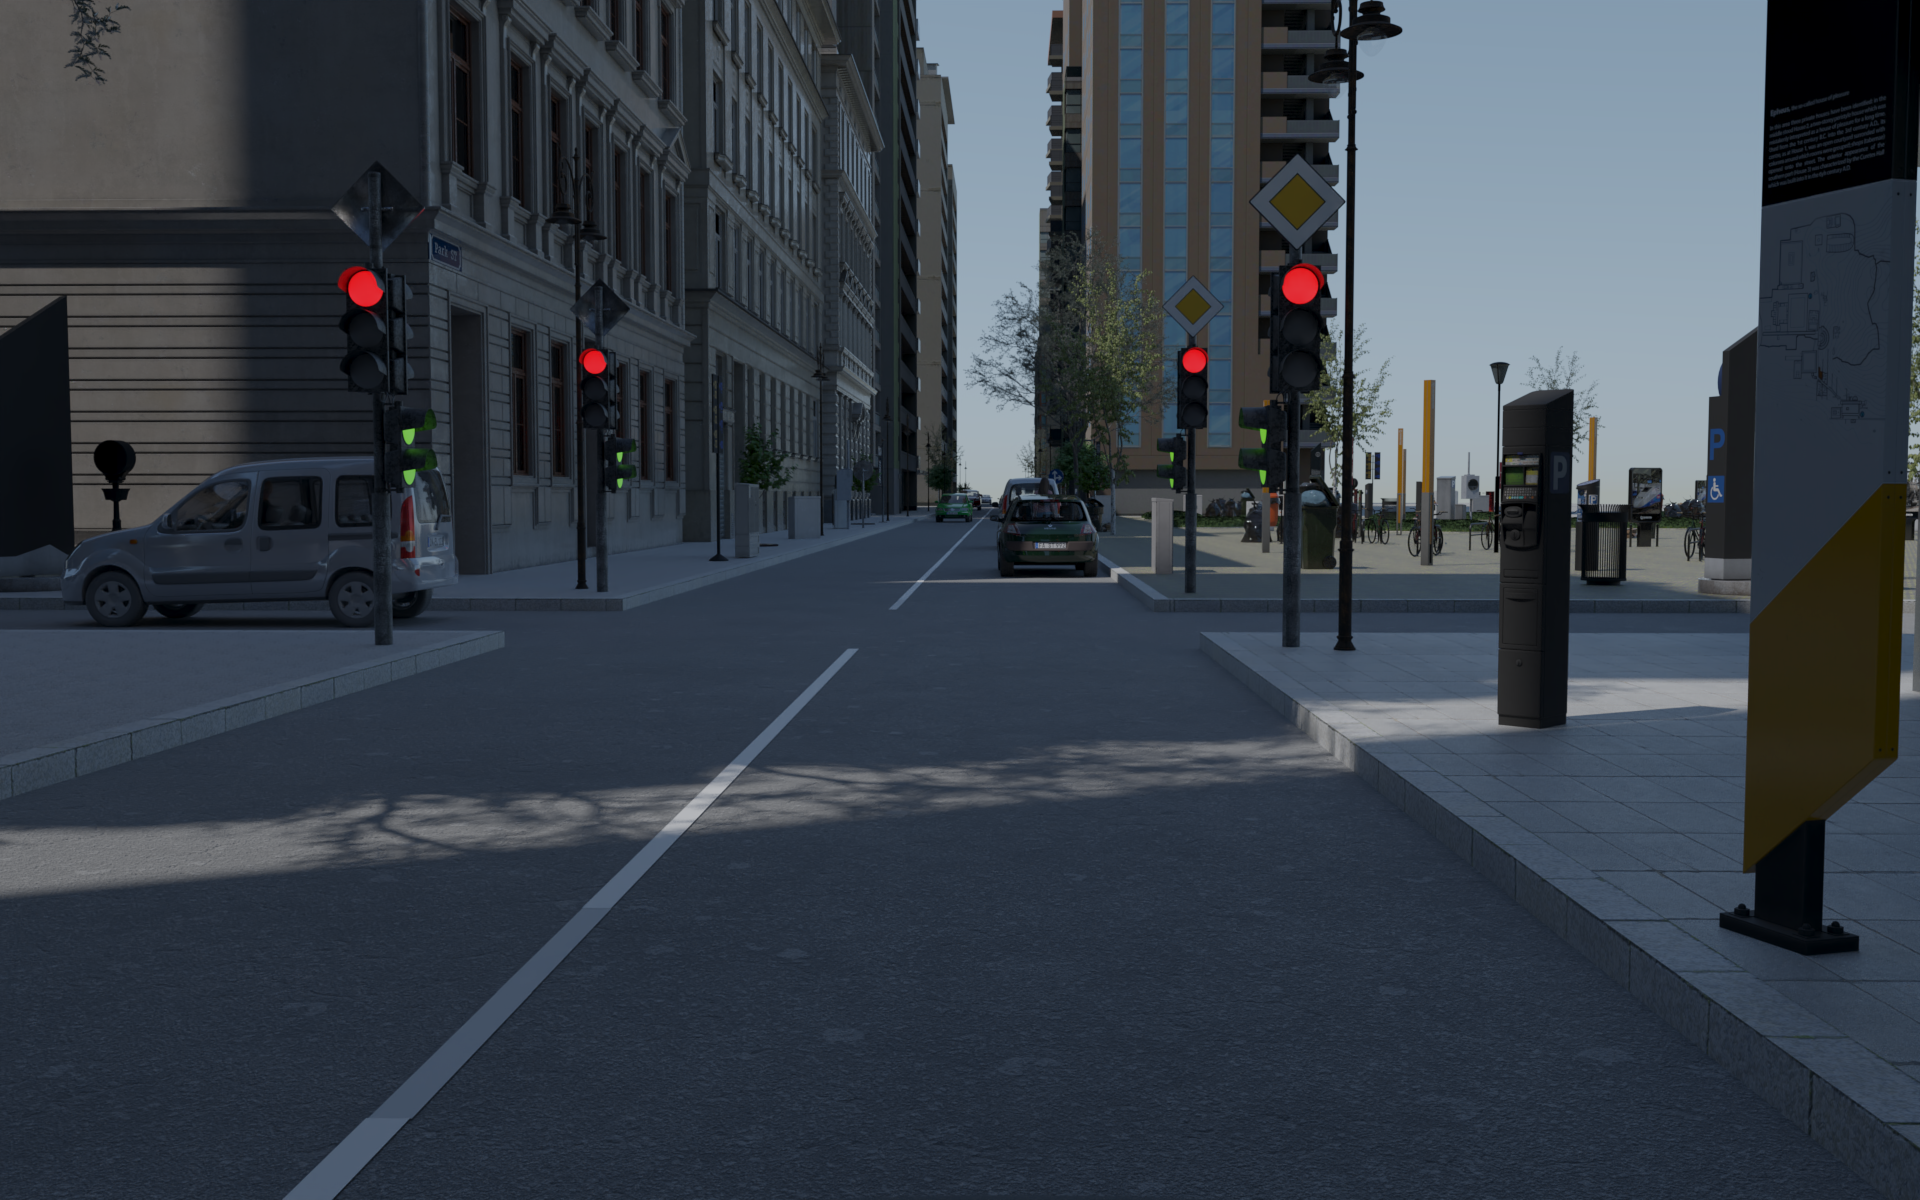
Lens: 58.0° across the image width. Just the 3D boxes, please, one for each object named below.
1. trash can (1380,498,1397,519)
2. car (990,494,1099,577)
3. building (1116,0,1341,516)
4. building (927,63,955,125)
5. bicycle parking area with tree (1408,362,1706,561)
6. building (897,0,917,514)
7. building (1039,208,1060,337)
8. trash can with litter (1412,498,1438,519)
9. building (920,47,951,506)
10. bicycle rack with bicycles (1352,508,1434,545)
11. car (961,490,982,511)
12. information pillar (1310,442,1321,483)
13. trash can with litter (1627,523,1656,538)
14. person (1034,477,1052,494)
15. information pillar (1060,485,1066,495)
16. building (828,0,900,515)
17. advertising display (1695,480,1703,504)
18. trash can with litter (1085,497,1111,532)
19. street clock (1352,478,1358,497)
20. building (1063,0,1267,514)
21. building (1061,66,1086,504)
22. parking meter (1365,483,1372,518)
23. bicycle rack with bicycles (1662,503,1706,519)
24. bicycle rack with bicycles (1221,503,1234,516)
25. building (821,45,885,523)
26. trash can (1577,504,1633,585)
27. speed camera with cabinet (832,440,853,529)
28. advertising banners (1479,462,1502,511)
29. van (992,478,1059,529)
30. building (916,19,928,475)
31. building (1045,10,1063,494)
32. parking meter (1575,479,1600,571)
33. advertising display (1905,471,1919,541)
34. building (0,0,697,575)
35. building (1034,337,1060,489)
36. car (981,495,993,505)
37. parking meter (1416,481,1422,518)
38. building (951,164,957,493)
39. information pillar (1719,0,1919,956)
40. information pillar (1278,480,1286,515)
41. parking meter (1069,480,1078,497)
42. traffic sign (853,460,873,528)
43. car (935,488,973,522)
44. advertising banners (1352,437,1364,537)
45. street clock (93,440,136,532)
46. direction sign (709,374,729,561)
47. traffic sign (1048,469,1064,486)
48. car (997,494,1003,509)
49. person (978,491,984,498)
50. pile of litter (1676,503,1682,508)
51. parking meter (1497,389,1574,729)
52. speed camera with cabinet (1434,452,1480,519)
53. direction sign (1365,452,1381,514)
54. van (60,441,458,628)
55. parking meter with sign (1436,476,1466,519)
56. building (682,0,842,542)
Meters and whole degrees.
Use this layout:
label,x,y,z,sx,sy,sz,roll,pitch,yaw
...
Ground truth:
label,x,y,z,sx,sy,sz,roll,pitch,yaw
trash can,15.640,-3.137,62.945,0.748,1.137,0.748,0,3,0
car,1.549,-1.323,31.416,2.009,1.686,4.222,0,4,0
building,14.620,-27.843,105.352,14.600,45.320,14.200,0,4,2
building,-15.325,-38.415,217.317,28.713,52.752,27.495,0,4,2
bicycle parking area with tree,14.068,-3.030,36.539,8.231,4.147,9.016,3,5,44
building,-14.246,-30.509,122.518,21.300,48.544,21.600,0,4,2
building,18.311,-34.586,249.077,14.154,41.232,14.086,0,4,2
trash can with litter,18.967,-3.638,70.872,1.055,1.170,0.624,-1,4,-17
building,-12.348,-34.811,192.855,21.300,48.544,21.600,0,4,2
bicycle rack with bicycles,11.231,-1.931,44.958,2.852,0.926,2.925,1,4,16
car,0.847,-8.801,152.563,2.281,1.827,5.304,0,4,2
information pillar,16.054,-5.309,78.159,0.504,3.616,0.183,0,4,-8
trash can with litter,19.541,-2.353,49.865,0.624,1.170,1.055,-3,4,-39
person,1.977,-1.941,40.238,0.555,1.821,0.388,0,4,-1
information pillar,5.702,-5.602,96.081,0.304,2.012,0.304,-1,4,-9
building,-11.138,-25.749,104.585,14.154,41.232,14.086,0,4,2
advertising display,34.163,-4.566,79.869,0.974,1.923,0.123,-3,5,-41
trash can with litter,4.715,-2.894,58.699,1.055,1.170,0.624,-3,4,-39
street clock,17.612,-4.477,77.774,0.358,2.002,0.471,-3,5,-41
building,15.090,-29.632,134.602,14.600,45.320,14.200,0,4,2
building,14.053,-21.333,120.502,14.160,30.474,14.107,0,4,2
parking meter,21.648,-5.267,91.823,0.255,1.863,0.399,-1,4,-15
bicycle rack with bicycles,27.903,-3.312,67.535,2.852,0.926,2.925,2,4,32
bicycle rack with bicycles,12.231,-3.708,74.014,2.852,0.926,2.925,1,4,11
building,-9.885,-15.645,84.681,11.050,23.489,19.941,0,4,2
trash can,9.107,-0.785,24.483,0.748,1.137,0.748,0,3,0
speed camera with cabinet,-4.361,-4.248,63.792,0.660,3.252,2.038,-1,4,-8
advertising banners,28.872,-6.007,94.406,2.074,3.025,0.090,3,4,37
van,1.847,-2.377,45.881,2.013,2.044,4.112,0,4,1
building,-14.908,-32.349,148.509,23.786,49.044,30.456,0,4,2
building,18.948,-30.736,157.163,22.147,44.769,28.867,0,4,2
parking meter,10.495,-1.257,28.971,0.372,1.533,0.369,0,3,0
advertising display,26.224,-2.608,47.858,0.123,1.923,0.974,-1,4,-13
building,-12.343,-12.115,34.245,11.583,22.565,21.152,0,4,2
building,22.787,-21.963,204.142,27.650,21.520,28.899,0,4,2
car,3.355,-13.484,232.818,2.083,1.381,4.827,0,4,2
parking meter,21.055,-4.505,79.374,0.255,1.863,0.399,2,4,28
building,-11.357,-37.807,241.850,21.300,48.544,21.600,0,4,2
information pillar,2.410,-0.823,4.806,0.183,3.616,0.504,-1,4,-17
information pillar,16.608,-5.192,89.374,0.304,2.012,0.304,2,4,26
parking meter,4.750,-4.086,72.510,0.255,1.863,0.399,2,4,30
traffic sign,-3.658,-3.989,65.329,0.768,2.556,0.104,0,4,3
car,-0.292,-4.895,88.832,1.959,1.807,4.718,0,4,3
advertising banners,12.053,-3.457,52.706,0.090,3.025,2.074,0,4,3
street clock,-11.347,-1.145,23.299,0.471,2.002,0.358,0,4,5
direction sign,-4.625,-2.513,33.086,0.379,3.537,0.876,0,4,4
traffic sign,4.867,-5.364,87.807,0.768,2.556,0.104,0,4,4
car,4.637,-9.693,168.267,2.009,1.686,4.222,0,4,1
person,2.341,-12.932,219.956,1.348,1.821,0.705,1,4,12
pile of litter,36.949,-4.582,88.881,1.719,0.858,1.176,3,5,42
parking meter,3.181,-0.237,9.582,0.399,1.863,0.255,-3,5,-45
speed camera with cabinet,23.329,-5.321,81.339,2.038,3.252,0.660,-1,4,-10
direction sign,22.241,-6.199,93.348,0.876,3.537,0.379,-1,4,-14
van,-7.797,-0.753,19.326,4.112,2.044,2.013,0,4,1
parking meter with sign,20.444,-4.684,72.852,1.738,3.016,0.543,3,5,42
building,-13.509,-13.856,59.832,16.112,22.955,30.059,0,4,2
